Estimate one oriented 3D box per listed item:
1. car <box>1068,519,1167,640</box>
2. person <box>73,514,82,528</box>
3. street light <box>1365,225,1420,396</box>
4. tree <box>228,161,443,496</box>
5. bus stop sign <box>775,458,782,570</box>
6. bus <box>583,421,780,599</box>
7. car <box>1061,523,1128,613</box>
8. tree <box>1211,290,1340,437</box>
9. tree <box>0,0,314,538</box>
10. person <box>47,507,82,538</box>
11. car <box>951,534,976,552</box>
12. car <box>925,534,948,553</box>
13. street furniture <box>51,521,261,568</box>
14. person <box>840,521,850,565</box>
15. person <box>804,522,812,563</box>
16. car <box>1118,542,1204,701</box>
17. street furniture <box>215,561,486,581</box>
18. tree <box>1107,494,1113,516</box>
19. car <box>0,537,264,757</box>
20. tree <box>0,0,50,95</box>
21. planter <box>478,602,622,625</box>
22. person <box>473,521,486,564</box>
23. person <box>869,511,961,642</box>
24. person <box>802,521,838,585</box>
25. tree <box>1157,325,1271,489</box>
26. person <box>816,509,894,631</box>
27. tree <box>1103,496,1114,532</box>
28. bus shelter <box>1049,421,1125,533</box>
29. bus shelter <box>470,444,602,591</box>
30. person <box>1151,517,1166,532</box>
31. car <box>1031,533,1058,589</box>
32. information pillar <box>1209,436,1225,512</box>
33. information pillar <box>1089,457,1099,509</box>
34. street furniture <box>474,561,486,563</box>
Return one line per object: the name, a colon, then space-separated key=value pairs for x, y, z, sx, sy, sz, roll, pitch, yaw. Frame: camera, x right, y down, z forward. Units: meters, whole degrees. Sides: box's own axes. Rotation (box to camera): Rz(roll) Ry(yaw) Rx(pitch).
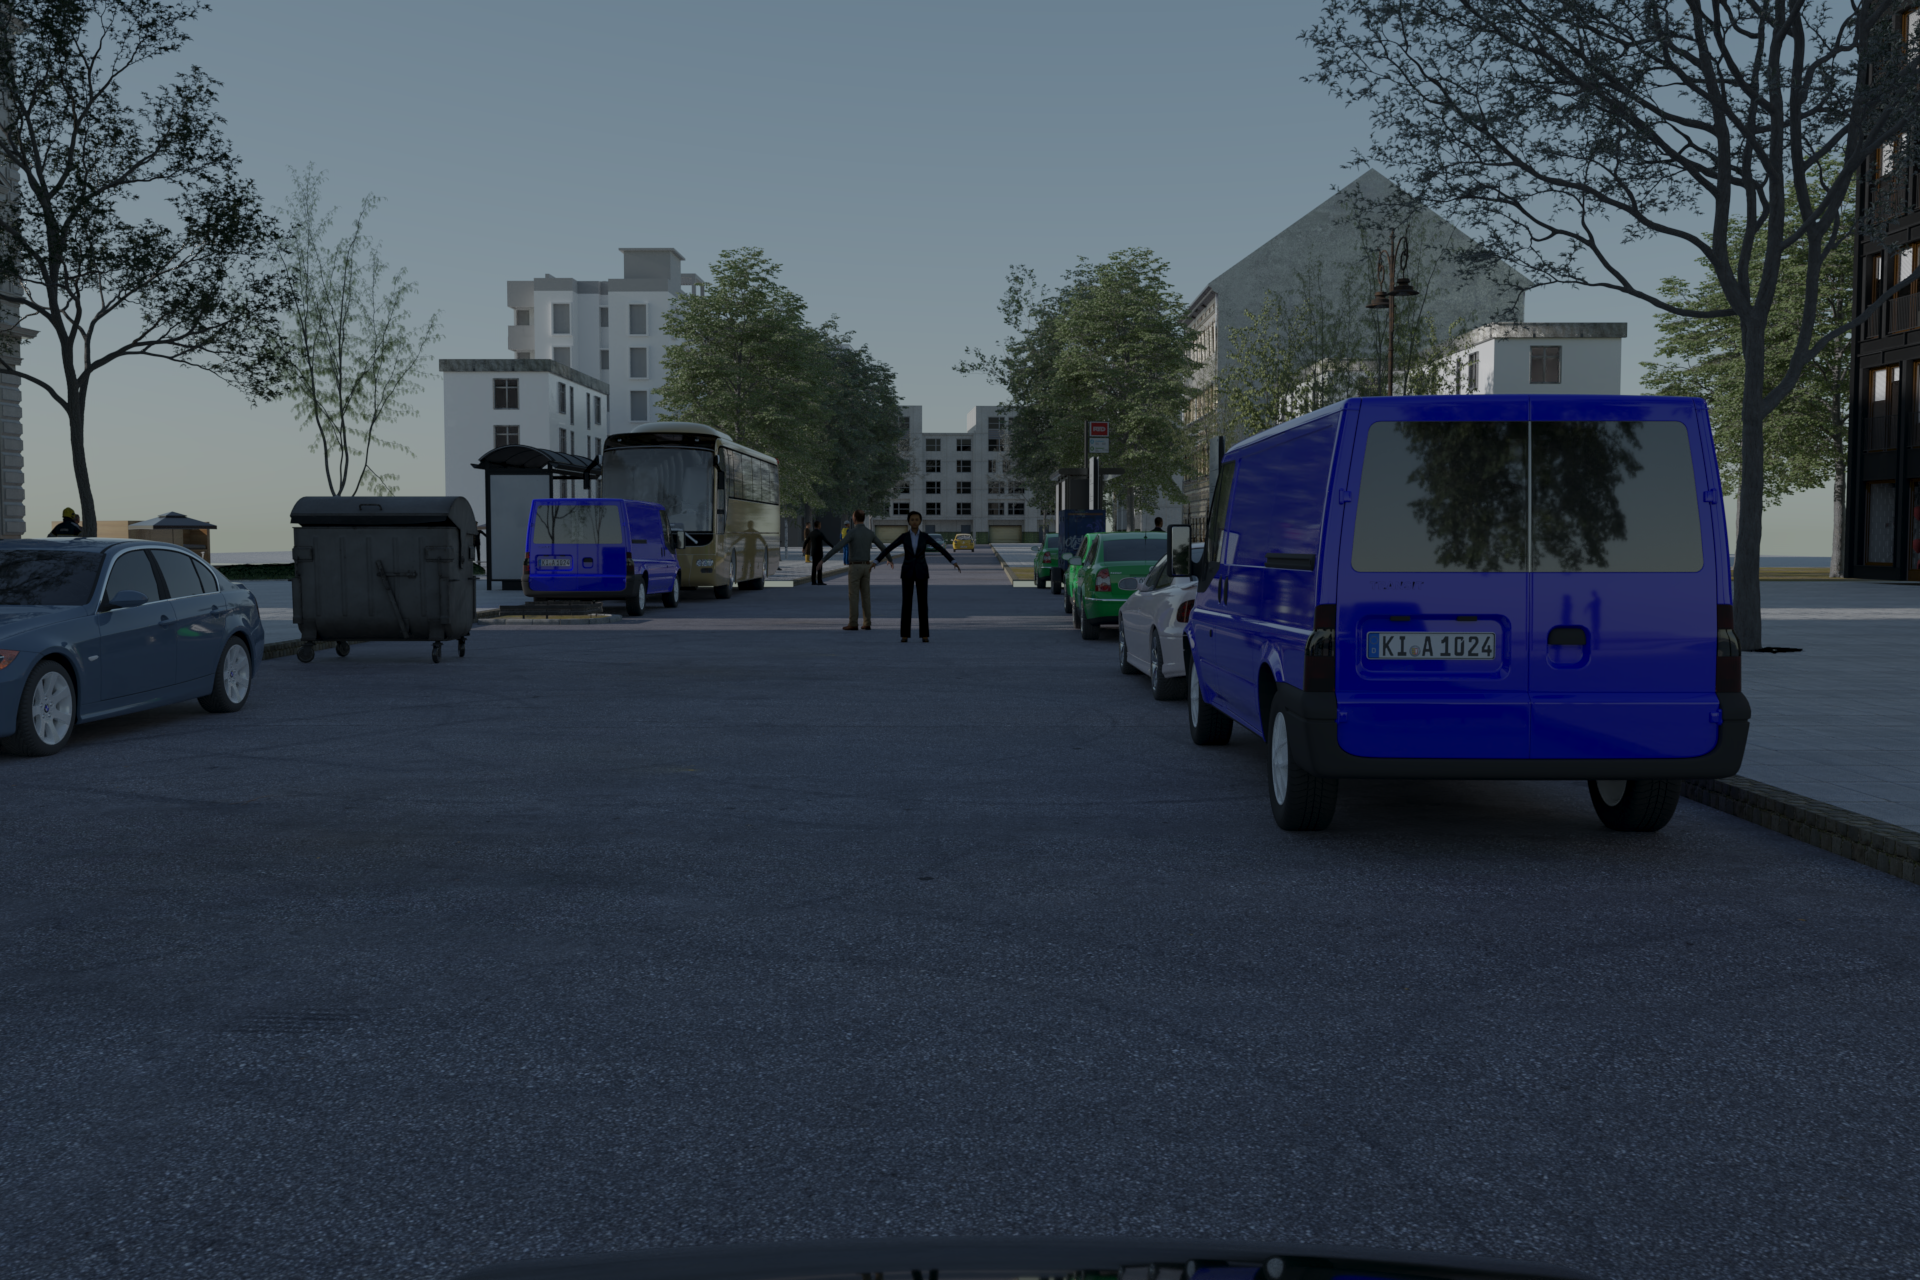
car: x=2.558 y=-0.979 z=24.809 sx=1.959 sy=1.807 sz=4.718 roll=0 pitch=4 yaw=1
person: x=-23.155 y=-2.401 z=45.436 sx=1.348 sy=1.807 sz=0.705 roll=1 pitch=4 yaw=18
street light: x=6.526 y=-3.272 z=26.289 sx=0.468 sy=5.910 sz=1.993 roll=0 pitch=4 yaw=1
tree: x=-12.595 y=-5.174 z=34.959 sx=4.360 sy=8.622 sz=3.978 roll=0 pitch=3 yaw=0
bus stop sign: x=-6.711 y=-4.425 z=61.058 sx=0.855 sy=3.939 sz=0.416 roll=0 pitch=4 yaw=1
bus: x=-6.235 y=-3.057 z=41.526 sx=2.896 sy=3.916 sz=12.252 roll=0 pitch=4 yaw=0
car: x=2.767 y=-1.290 z=29.893 sx=1.959 sy=1.807 sz=4.718 roll=0 pitch=3 yaw=0
tree: x=9.803 y=-6.293 z=53.253 sx=4.737 sy=8.622 sz=4.395 roll=0 pitch=3 yaw=0
tree: x=-13.168 y=-5.567 z=25.429 sx=7.601 sy=10.594 sz=8.767 roll=-1 pitch=4 yaw=-9
person: x=-19.098 y=-1.921 z=37.179 sx=1.351 sy=1.858 sz=0.704 roll=0 pitch=4 yaw=6
car: x=0.290 y=-7.839 z=138.392 sx=2.015 sy=1.641 sz=3.980 roll=0 pitch=3 yaw=0
car: x=-1.881 y=-6.479 z=117.731 sx=2.131 sy=1.459 sz=4.920 roll=0 pitch=4 yaw=1
street furniture: x=-29.683 y=-3.260 z=60.151 sx=9.812 sy=1.723 sz=11.010 roll=3 pitch=4 yaw=36
person: x=-4.603 y=-3.975 z=70.966 sx=0.705 sy=1.833 sz=1.349 roll=-2 pitch=4 yaw=-34
person: x=-6.761 y=-4.359 z=77.408 sx=0.704 sy=1.812 sz=1.346 roll=1 pitch=4 yaw=9
car: x=2.581 y=-0.240 z=16.281 sx=2.083 sy=1.381 sz=4.827 roll=0 pitch=4 yaw=0
street furniture: x=-17.941 y=-2.204 z=51.660 sx=5.734 sy=0.657 sz=10.072 roll=1 pitch=4 yaw=14
tree: x=23.066 y=-17.977 z=244.281 sx=4.360 sy=8.622 sz=3.978 roll=0 pitch=3 yaw=0
car: x=-6.699 y=-0.042 z=12.685 sx=2.014 sy=1.417 sz=4.499 roll=0 pitch=4 yaw=1
tree: x=-12.512 y=-6.333 z=13.908 sx=12.009 sy=13.543 sz=11.850 roll=0 pitch=3 yaw=0
planter: x=-6.615 y=-0.438 z=28.307 sx=1.991 sy=0.319 sz=1.994 roll=0 pitch=4 yaw=1
person: x=-20.102 y=-4.033 z=71.871 sx=1.347 sy=1.837 sz=0.705 roll=0 pitch=4 yaw=-4
person: x=-0.597 y=-0.837 z=22.870 sx=1.216 sy=1.740 sz=0.721 roll=0 pitch=4 yaw=-1
person: x=-3.977 y=-2.437 z=48.528 sx=1.346 sy=1.802 sz=0.704 roll=3 pitch=5 yaw=39
tree: x=9.193 y=-6.746 z=60.660 sx=4.360 sy=8.622 sz=3.978 roll=0 pitch=3 yaw=0
person: x=-1.516 y=-1.046 z=25.838 sx=1.348 sy=1.796 sz=0.705 roll=-3 pitch=4 yaw=-36
tree: x=20.877 y=-17.608 z=238.252 sx=4.737 sy=8.622 sz=4.395 roll=0 pitch=3 yaw=0
bus shelter: x=4.212 y=-4.981 z=59.074 sx=2.179 sy=5.291 sz=8.768 roll=0 pitch=4 yaw=0
bus shelter: x=-9.987 y=-2.930 z=41.822 sx=2.014 sy=3.302 sz=5.546 roll=0 pitch=4 yaw=1
person: x=4.291 y=-1.752 z=37.325 sx=1.346 sy=1.802 sz=0.704 roll=3 pitch=5 yaw=43
car: x=2.917 y=-2.326 z=46.819 sx=1.959 sy=1.807 sz=4.718 roll=0 pitch=4 yaw=1
information pillar: x=6.243 y=-3.108 z=42.124 sx=0.184 sy=3.620 sz=1.656 roll=0 pitch=4 yaw=1
information pillar: x=4.128 y=-3.797 z=53.390 sx=0.184 sy=3.620 sz=1.656 roll=0 pitch=4 yaw=0
street furniture: x=-12.755 y=-3.652 z=66.557 sx=11.010 sy=1.723 sz=9.812 roll=-1 pitch=4 yaw=-20
